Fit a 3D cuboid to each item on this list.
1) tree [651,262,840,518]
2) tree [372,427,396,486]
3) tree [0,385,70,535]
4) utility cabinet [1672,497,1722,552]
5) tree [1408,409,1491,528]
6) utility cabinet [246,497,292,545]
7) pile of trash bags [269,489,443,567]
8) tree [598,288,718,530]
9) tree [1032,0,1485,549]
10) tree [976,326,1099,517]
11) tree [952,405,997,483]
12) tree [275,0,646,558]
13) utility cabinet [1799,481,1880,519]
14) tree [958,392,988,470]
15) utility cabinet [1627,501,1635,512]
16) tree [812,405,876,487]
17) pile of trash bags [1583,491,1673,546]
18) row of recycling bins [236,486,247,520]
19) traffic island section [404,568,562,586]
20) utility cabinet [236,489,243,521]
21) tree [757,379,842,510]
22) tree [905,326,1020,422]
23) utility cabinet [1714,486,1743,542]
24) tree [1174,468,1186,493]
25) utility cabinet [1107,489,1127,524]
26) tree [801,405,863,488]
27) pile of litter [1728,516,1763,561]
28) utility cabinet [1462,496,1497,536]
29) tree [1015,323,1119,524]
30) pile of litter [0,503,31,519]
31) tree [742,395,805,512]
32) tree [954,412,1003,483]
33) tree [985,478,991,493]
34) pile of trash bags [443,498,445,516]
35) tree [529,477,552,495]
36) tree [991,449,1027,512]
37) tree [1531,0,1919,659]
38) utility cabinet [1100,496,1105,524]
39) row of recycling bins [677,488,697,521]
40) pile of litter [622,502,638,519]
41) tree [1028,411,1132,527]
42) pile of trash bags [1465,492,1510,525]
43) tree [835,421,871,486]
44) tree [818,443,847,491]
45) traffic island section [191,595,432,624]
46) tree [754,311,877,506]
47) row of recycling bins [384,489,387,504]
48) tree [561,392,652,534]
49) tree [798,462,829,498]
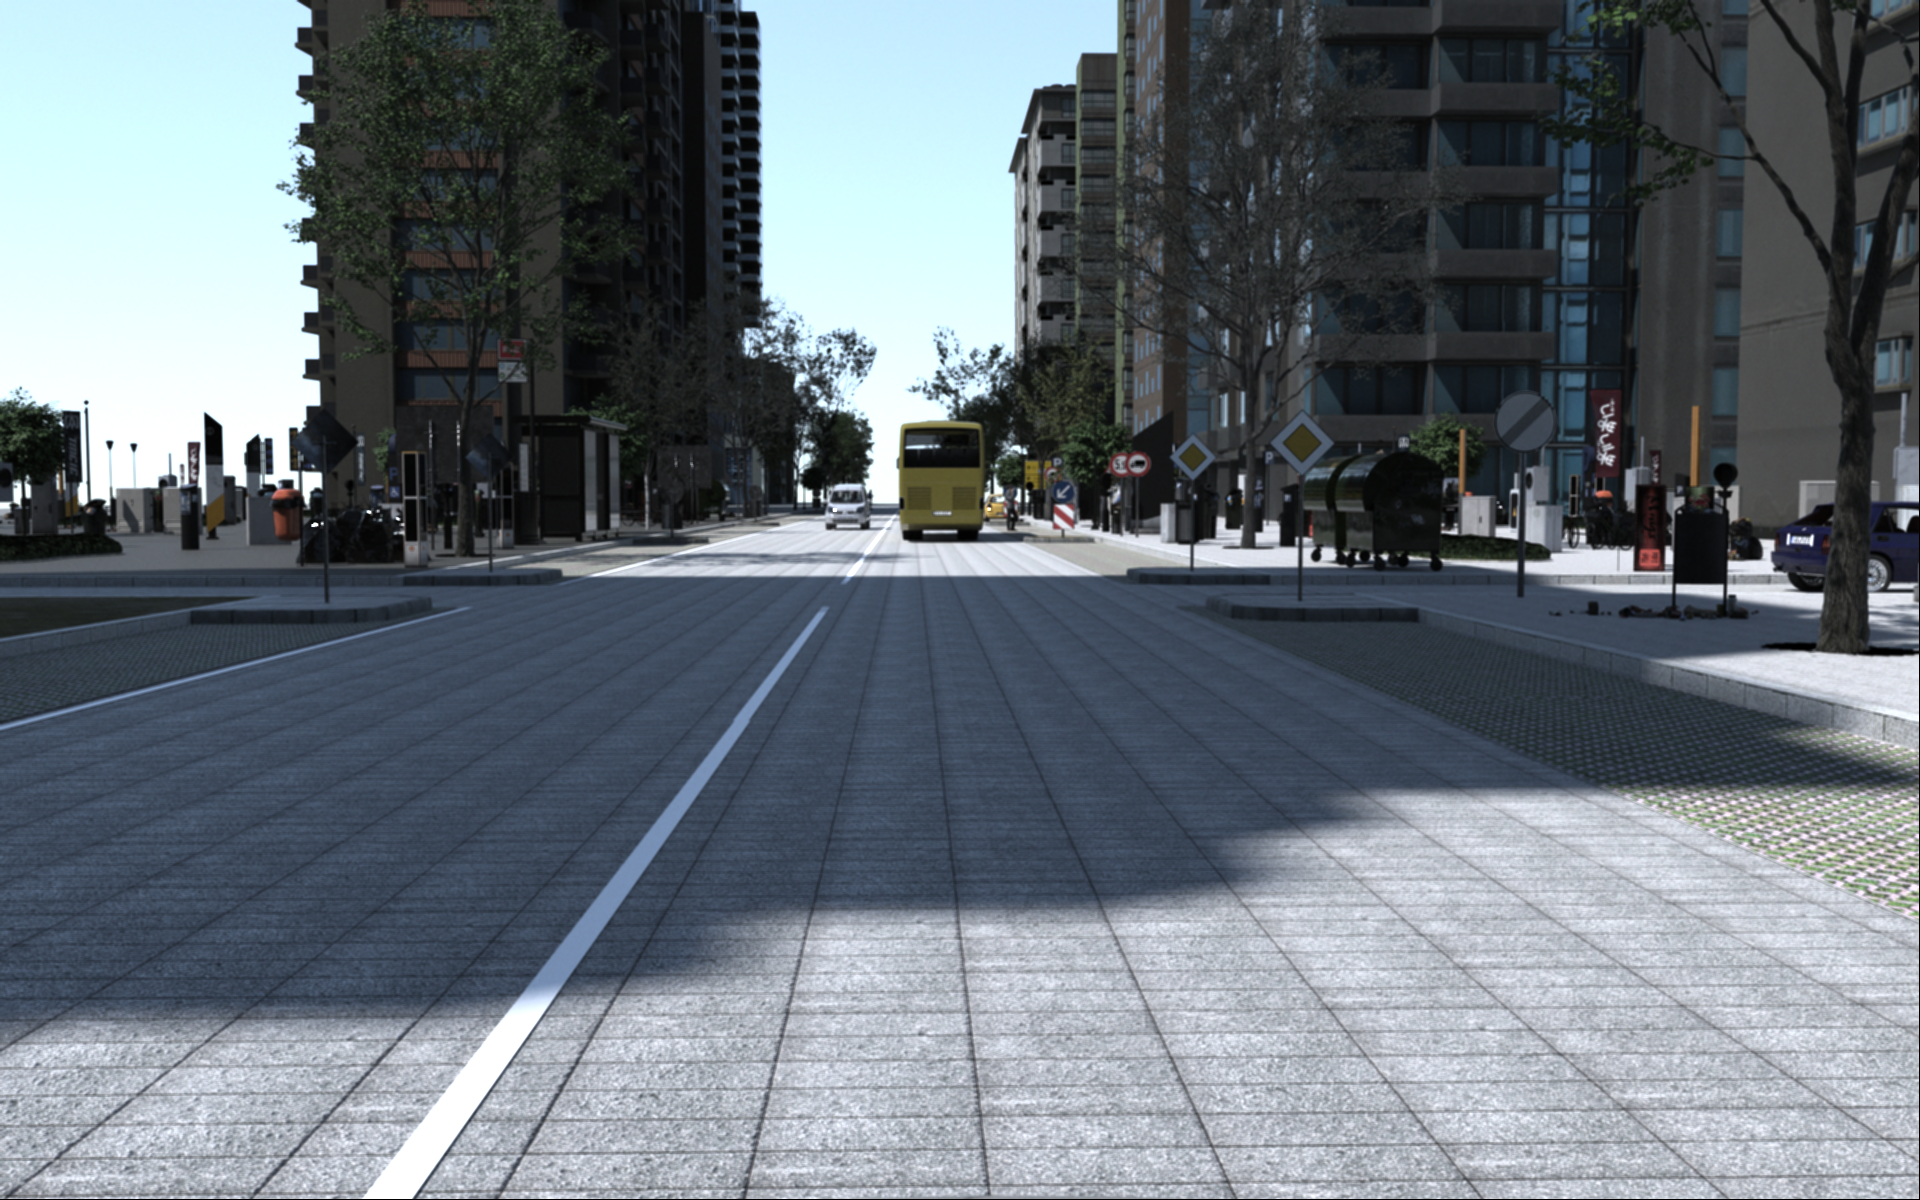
[{"bbox_3d":[-11.694,-11.160,92.829,12.009,13.543,11.850,0,3,0],"label":"tree"},{"bbox_3d":[-23.251,-5.495,73.565,4.285,4.588,4.351,0,3,0],"label":"tree"},{"bbox_3d":[-28.450,-4.198,52.352,4.285,4.588,4.351,0,3,0],"label":"tree"},{"bbox_3d":[16.127,-1.638,37.937,0.306,1.237,1.020,-2,4,-32],"label":"utility cabinet"},{"bbox_3d":[18.693,-5.077,66.716,4.285,4.588,4.351,0,3,0],"label":"tree"},{"bbox_3d":[-17.469,-1.994,43.769,1.020,1.237,0.306,-2,4,-35],"label":"utility cabinet"},{"bbox_3d":[-11.474,-1.366,32.086,1.912,1.369,3.447,1,4,17],"label":"pile of trash bags"},{"bbox_3d":[-11.134,-6.844,62.254,4.360,8.622,3.978,0,3,0],"label":"tree"},{"bbox_3d":[6.921,-7.945,40.270,12.009,13.543,11.850,0,3,0],"label":"tree"},{"bbox_3d":[4.392,-9.958,97.233,8.767,10.594,7.601,3,4,36],"label":"tree"},{"bbox_3d":[1.570,-18.179,215.361,7.486,12.596,7.792,0,3,0],"label":"tree"},{"bbox_3d":[-9.984,-6.689,35.116,9.928,11.665,9.643,0,3,0],"label":"tree"},{"bbox_3d":[14.643,-1.235,28.866,1.173,1.500,0.318,0,4,3],"label":"utility cabinet"},{"bbox_3d":[3.149,-14.673,165.654,9.928,11.665,9.643,0,3,0],"label":"tree"},{"bbox_3d":[26.211,-3.434,67.311,0.306,1.237,1.020,0,4,4],"label":"utility cabinet"},{"bbox_3d":[-16.883,-20.940,249.030,9.857,13.997,8.962,0,3,0],"label":"tree"},{"bbox_3d":[16.864,-2.106,44.190,1.912,1.369,3.447,0,4,1],"label":"pile of trash bags"},{"bbox_3d":[-36.103,-4.817,85.874,1.069,1.692,3.534,0,4,-4],"label":"row of recycling bins"},{"bbox_3d":[-7.719,-0.376,28.430,2.009,0.180,2.903,0,4,-2],"label":"traffic island section"},{"bbox_3d":[-33.664,-4.346,79.734,1.173,1.500,0.318,-1,4,-20],"label":"utility cabinet"},{"bbox_3d":[-13.045,-12.586,140.188,7.601,10.594,8.767,0,4,8],"label":"tree"},{"bbox_3d":[-0.271,-20.840,196.618,12.611,20.169,13.585,0,3,0],"label":"tree"},{"bbox_3d":[20.215,-2.297,46.227,1.173,1.500,0.318,3,5,41],"label":"utility cabinet"},{"bbox_3d":[10.890,-5.736,88.380,1.663,3.219,1.824,0,3,0],"label":"tree"},{"bbox_3d":[6.665,-3.988,73.889,0.318,1.500,1.173,-2,4,-34],"label":"utility cabinet"},{"bbox_3d":[-14.928,-16.906,202.167,9.928,11.665,9.643,0,3,0],"label":"tree"},{"bbox_3d":[14.966,-1.213,33.796,1.719,0.858,1.176,-2,4,-26],"label":"pile of litter"},{"bbox_3d":[14.917,-2.365,49.825,0.306,1.237,1.020,-2,4,-33],"label":"utility cabinet"},{"bbox_3d":[4.747,-7.549,73.787,4.737,8.622,4.395,0,3,0],"label":"tree"},{"bbox_3d":[-48.730,-4.607,89.295,1.719,0.858,1.176,0,4,-8],"label":"pile of litter"},{"bbox_3d":[-13.242,-10.434,120.960,4.737,8.622,4.395,0,3,0],"label":"tree"},{"bbox_3d":[1.006,-19.164,230.339,9.611,12.733,9.660,0,3,0],"label":"tree"},{"bbox_3d":[2.416,-11.149,176.892,1.663,3.219,1.824,0,3,0],"label":"tree"},{"bbox_3d":[-28.953,-5.243,95.471,1.912,1.369,3.447,-1,4,-11],"label":"pile of trash bags"},{"bbox_3d":[-18.546,-5.131,78.492,1.663,3.219,1.824,0,3,0],"label":"tree"},{"bbox_3d":[3.828,-8.686,125.721,4.285,4.588,4.351,0,3,0],"label":"tree"},{"bbox_3d":[7.149,-5.370,13.561,9.928,11.665,9.643,0,3,0],"label":"tree"},{"bbox_3d":[6.153,-3.931,75.429,0.306,1.237,1.020,0,4,5],"label":"utility cabinet"},{"bbox_3d":[-13.370,-4.734,84.514,1.069,1.692,3.534,0,4,3],"label":"row of recycling bins"},{"bbox_3d":[-16.900,-4.532,88.056,1.719,0.858,1.176,-1,4,-14],"label":"pile of litter"},{"bbox_3d":[5.474,-5.177,68.356,4.285,4.588,4.351,0,3,0],"label":"tree"},{"bbox_3d":[21.336,-3.750,71.070,1.912,1.369,3.447,2,4,34],"label":"pile of trash bags"},{"bbox_3d":[-17.337,-21.006,261.579,7.486,12.596,7.792,0,3,0],"label":"tree"},{"bbox_3d":[-16.339,-16.768,224.513,4.360,8.622,3.978,0,3,0],"label":"tree"},{"bbox_3d":[-7.492,0.112,20.448,2.009,0.180,2.903,0,4,-2],"label":"traffic island section"},{"bbox_3d":[-15.223,-19.837,180.229,12.611,20.169,13.585,0,3,0],"label":"tree"},{"bbox_3d":[-31.776,-5.607,98.784,1.069,1.692,3.534,0,4,5],"label":"row of recycling bins"},{"bbox_3d":[-11.478,-4.429,56.125,4.285,4.588,4.351,0,3,0],"label":"tree"},{"bbox_3d":[-14.469,-11.509,171.880,4.285,4.588,4.351,0,3,0],"label":"tree"}]
